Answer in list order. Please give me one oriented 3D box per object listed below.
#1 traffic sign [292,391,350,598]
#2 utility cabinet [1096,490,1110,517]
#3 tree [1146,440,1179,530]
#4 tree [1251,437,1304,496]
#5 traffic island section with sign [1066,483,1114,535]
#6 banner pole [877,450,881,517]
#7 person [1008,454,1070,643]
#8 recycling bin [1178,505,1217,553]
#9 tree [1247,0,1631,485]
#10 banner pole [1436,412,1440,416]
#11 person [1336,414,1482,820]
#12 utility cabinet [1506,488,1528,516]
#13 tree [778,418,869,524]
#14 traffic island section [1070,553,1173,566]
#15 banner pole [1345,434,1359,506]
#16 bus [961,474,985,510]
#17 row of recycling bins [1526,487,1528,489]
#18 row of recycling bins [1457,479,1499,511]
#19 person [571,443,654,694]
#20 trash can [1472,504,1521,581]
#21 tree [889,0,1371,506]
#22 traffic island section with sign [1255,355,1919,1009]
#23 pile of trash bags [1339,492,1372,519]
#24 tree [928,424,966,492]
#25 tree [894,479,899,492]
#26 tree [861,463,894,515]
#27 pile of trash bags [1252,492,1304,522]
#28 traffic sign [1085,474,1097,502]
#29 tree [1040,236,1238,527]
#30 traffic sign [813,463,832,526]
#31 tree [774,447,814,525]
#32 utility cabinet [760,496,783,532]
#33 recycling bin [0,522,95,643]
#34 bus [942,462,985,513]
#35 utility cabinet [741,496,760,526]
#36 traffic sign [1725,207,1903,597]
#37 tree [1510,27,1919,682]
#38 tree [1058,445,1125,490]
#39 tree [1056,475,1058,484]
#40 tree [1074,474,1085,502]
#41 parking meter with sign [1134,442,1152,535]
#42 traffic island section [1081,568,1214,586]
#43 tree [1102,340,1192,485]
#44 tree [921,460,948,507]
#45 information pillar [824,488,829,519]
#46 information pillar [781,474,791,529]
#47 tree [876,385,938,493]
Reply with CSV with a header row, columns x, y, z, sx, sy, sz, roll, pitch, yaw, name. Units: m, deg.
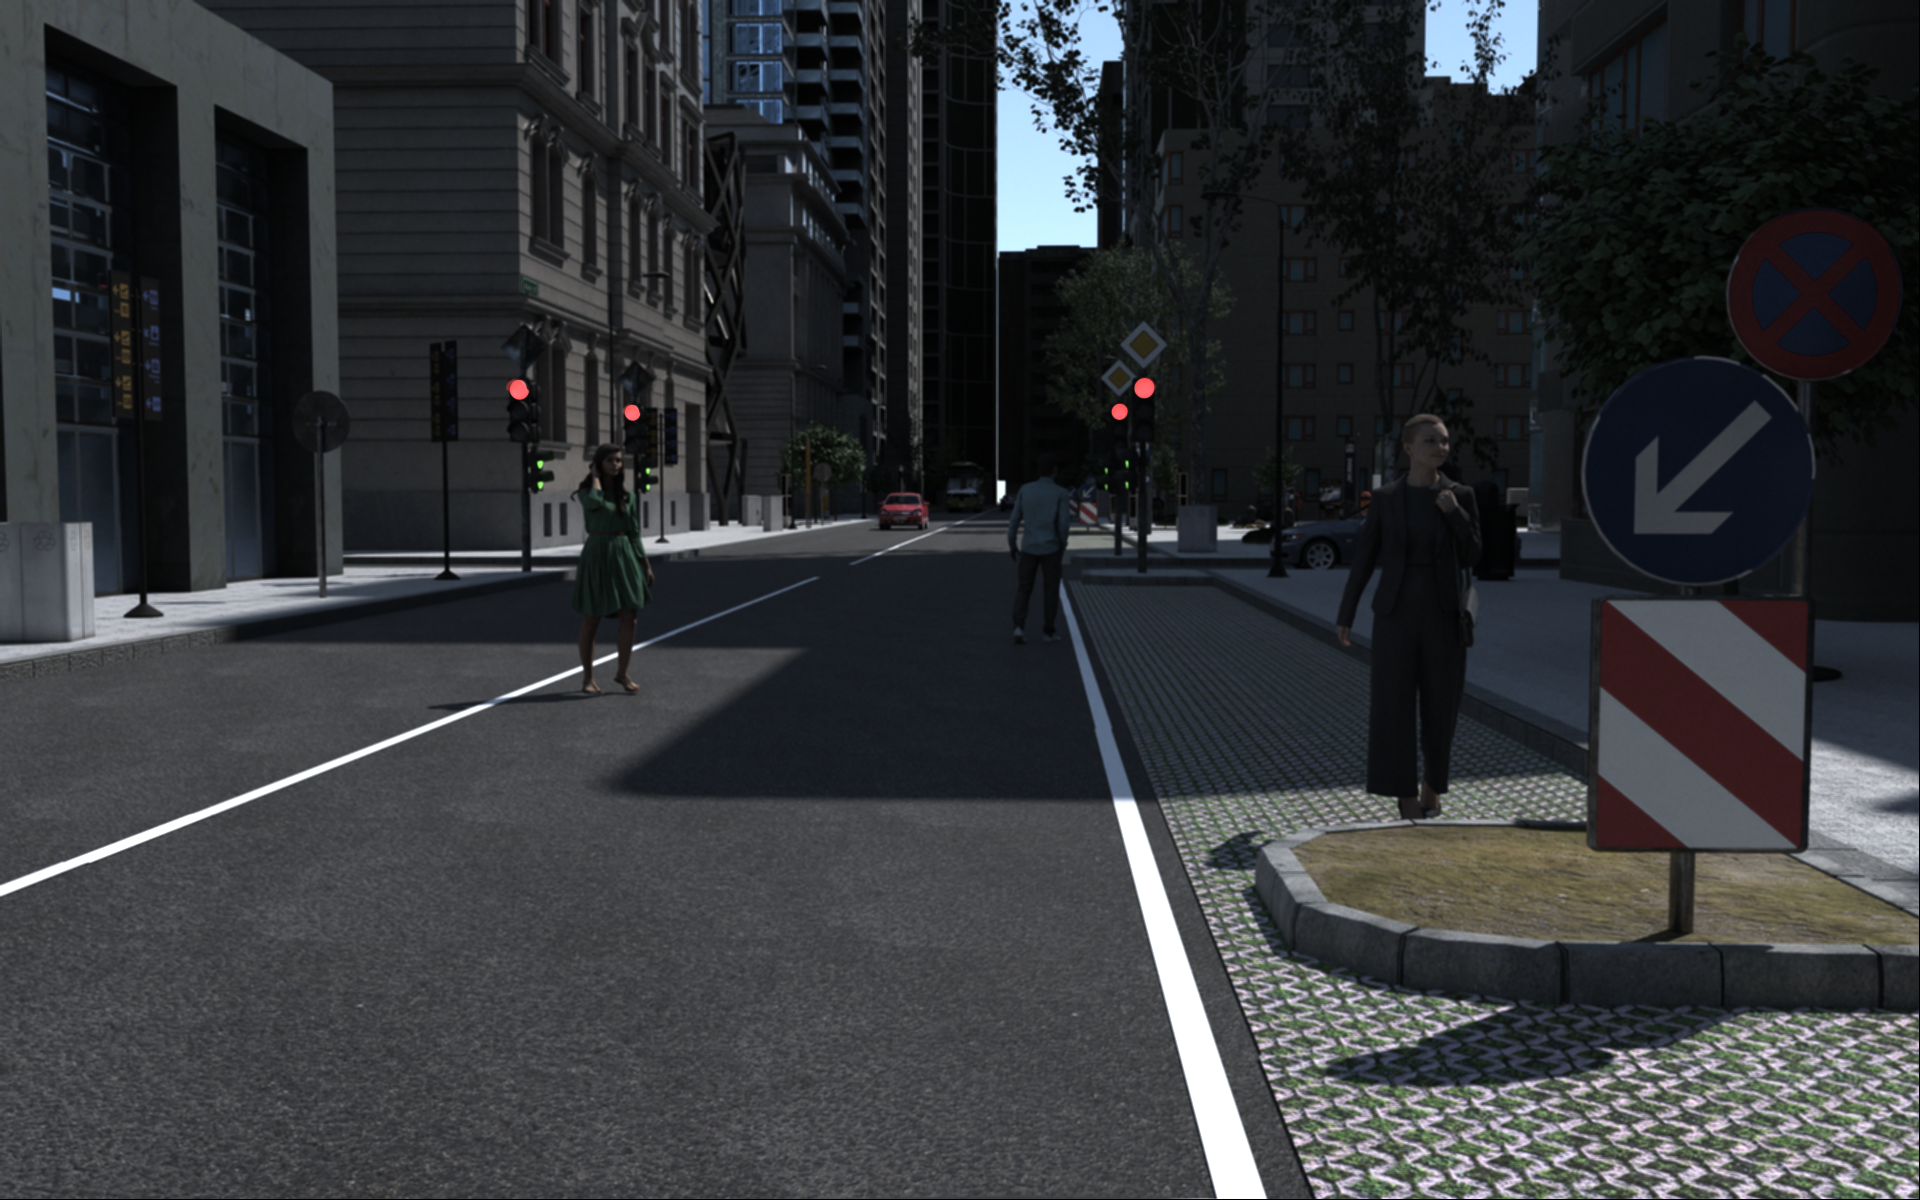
x,y,z,sx,sy,sz,roll,pitch,yaw,name
-7.877,-1.299,21.342,0.768,2.556,0.104,1,4,9,traffic sign
8.090,-5.322,95.696,1.173,1.500,0.318,-2,4,-26,utility cabinet
7.456,-4.145,62.372,1.663,3.219,1.824,0,3,0,tree
10.693,-3.941,59.044,1.663,3.219,1.824,0,3,0,tree
4.369,-3.191,60.793,1.989,1.847,2.006,0,4,2,traffic island section with sign
-4.636,-6.671,99.085,0.401,3.779,0.863,-1,4,-17,banner pole
0.743,-0.500,16.692,0.660,1.820,0.620,1,4,20,person
5.238,-1.568,38.190,0.722,1.027,0.722,2,4,23,recycling bin
5.501,-4.328,21.130,4.360,8.622,3.978,0,3,0,tree
14.289,-3.819,52.460,0.863,3.779,0.401,-2,4,-34,banner pole
1.957,0.087,7.492,0.576,1.772,0.534,0,4,-7,person
22.172,-3.651,68.372,1.173,1.500,0.318,-1,4,-16,utility cabinet
-6.142,-5.559,74.605,4.285,4.588,4.351,0,3,0,tree
3.329,-0.852,36.216,2.009,0.180,2.903,0,4,2,traffic island section
16.331,-5.016,72.026,0.401,3.779,0.863,-3,5,-41,banner pole
0.666,-10.000,155.042,2.896,3.916,12.252,0,4,4,bus
27.838,-4.456,79.966,3.534,1.692,1.069,0,4,4,row of recycling bins
13.543,-2.547,48.763,3.534,1.692,1.069,-1,4,-20,row of recycling bins
-2.525,-0.226,12.449,0.529,1.795,0.600,3,5,42,person
7.935,-0.862,25.754,0.748,1.137,0.748,0,3,0,trash can
5.058,-11.568,45.027,12.611,20.169,13.585,0,3,0,tree
2.044,0.176,5.757,1.989,1.847,2.006,0,4,2,traffic island section with sign
15.558,-3.480,66.658,1.912,1.369,3.447,1,4,14,pile of trash bags
-1.260,-14.094,180.797,4.737,8.622,4.395,0,3,0,tree
-4.707,-7.257,113.253,1.663,3.219,1.824,0,3,0,tree
-5.336,-6.854,106.660,1.663,3.219,1.824,0,3,0,tree
15.012,-4.353,80.928,1.912,1.369,3.447,3,5,42,pile of trash bags
8.345,-6.743,110.359,0.768,2.556,0.104,1,4,9,traffic sign
6.915,-8.745,68.734,9.928,11.665,9.643,0,3,0,tree
-5.586,-4.292,70.275,0.768,2.556,0.104,1,4,10,traffic sign
-7.032,-4.671,70.975,1.663,3.219,1.824,0,3,0,tree
-6.419,-2.950,59.387,0.306,1.237,1.020,1,4,19,utility cabinet
-8.103,-0.163,15.223,0.722,1.027,0.722,-1,4,-9,recycling bin
0.440,-8.824,135.818,2.896,3.916,12.252,0,4,3,bus
-8.311,-3.553,69.249,0.306,1.237,1.020,2,4,28,utility cabinet
3.800,-0.471,7.800,0.768,2.556,0.104,0,4,3,traffic sign
5.621,-1.753,12.380,4.285,4.588,4.351,0,3,0,tree
9.663,-8.134,116.703,4.285,4.588,4.351,0,3,0,tree
11.753,-12.091,181.403,4.285,4.588,4.351,0,3,0,tree
10.334,-9.308,146.780,1.663,3.219,1.824,0,3,0,tree
5.892,-3.622,55.487,0.543,3.016,1.738,0,4,1,parking meter with sign
2.991,-0.364,28.238,2.009,0.180,2.903,0,4,2,traffic island section
8.626,-7.882,79.231,4.737,8.622,4.395,0,3,0,tree
-2.075,-11.244,167.547,4.285,4.588,4.351,0,3,0,tree
-6.857,-5.155,88.772,0.304,2.012,0.304,0,4,-7,information pillar
-6.463,-3.673,64.545,0.304,2.012,0.304,3,4,37,information pillar
-3.567,-10.235,117.705,4.360,8.622,3.978,0,3,0,tree
